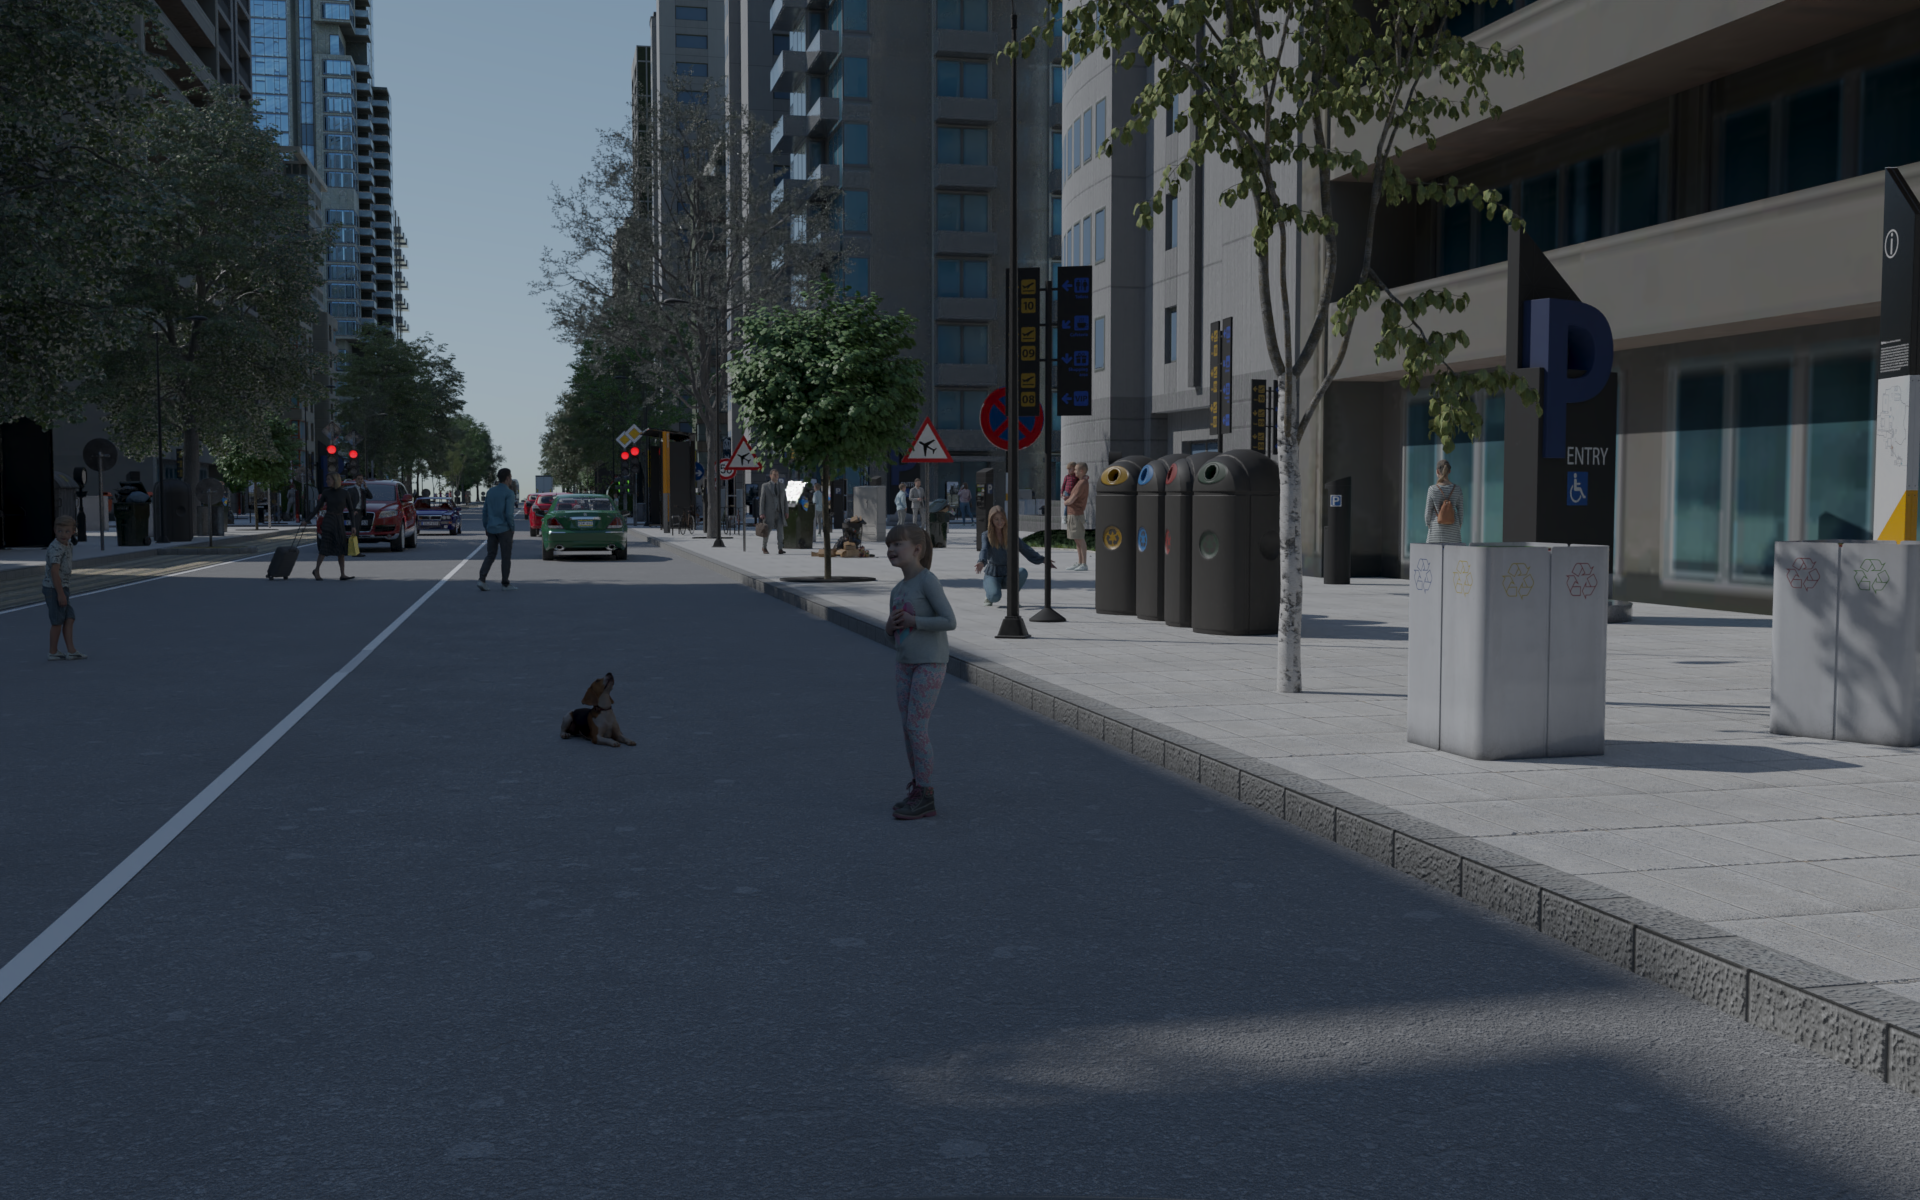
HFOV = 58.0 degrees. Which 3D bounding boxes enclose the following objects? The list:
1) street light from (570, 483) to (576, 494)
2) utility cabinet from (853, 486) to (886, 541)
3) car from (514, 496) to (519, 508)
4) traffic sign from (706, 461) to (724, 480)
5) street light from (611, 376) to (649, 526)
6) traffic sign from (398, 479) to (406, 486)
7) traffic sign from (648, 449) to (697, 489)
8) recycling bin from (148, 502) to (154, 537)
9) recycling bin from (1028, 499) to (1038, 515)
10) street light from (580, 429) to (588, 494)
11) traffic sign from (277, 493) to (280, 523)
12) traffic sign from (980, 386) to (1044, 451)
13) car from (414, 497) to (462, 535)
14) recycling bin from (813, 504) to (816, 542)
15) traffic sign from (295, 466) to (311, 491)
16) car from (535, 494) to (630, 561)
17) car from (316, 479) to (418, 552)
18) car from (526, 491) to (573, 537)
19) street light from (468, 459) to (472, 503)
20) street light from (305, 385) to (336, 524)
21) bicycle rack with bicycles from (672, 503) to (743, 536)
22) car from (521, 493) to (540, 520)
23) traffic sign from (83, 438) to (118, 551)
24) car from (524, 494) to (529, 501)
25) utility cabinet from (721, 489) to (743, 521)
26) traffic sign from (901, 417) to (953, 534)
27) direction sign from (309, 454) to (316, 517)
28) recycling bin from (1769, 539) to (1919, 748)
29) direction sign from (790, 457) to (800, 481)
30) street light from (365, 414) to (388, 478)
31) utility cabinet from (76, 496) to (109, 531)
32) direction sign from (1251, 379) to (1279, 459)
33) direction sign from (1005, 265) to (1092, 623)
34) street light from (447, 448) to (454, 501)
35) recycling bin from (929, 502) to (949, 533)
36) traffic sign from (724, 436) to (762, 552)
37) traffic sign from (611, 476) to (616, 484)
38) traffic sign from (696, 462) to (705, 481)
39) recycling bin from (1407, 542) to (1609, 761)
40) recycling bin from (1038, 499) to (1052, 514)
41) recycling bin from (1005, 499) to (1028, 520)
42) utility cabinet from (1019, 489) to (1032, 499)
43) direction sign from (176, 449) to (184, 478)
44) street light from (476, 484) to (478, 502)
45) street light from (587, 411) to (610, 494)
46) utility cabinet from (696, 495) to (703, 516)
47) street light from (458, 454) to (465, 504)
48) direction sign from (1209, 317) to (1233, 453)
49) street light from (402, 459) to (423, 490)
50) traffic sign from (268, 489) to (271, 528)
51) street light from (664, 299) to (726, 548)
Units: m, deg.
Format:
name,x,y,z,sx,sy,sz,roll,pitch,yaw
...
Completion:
name,x,y,z,sx,sy,sz,roll,pitch,yaw
street light,-32.678,-10.817,149.406,1.470,5.913,1.316,-1,4,-14
utility cabinet,-2.457,-2.336,46.874,0.318,1.500,1.173,-2,4,-35
car,-46.873,-10.254,180.228,1.945,1.354,3.894,-1,4,-14
traffic sign,-9.029,-3.940,64.419,0.884,2.594,0.081,-1,4,-10
street light,-12.919,-5.864,68.412,1.470,5.913,1.316,-1,4,-14
traffic sign,-45.841,-8.697,142.296,0.768,2.556,0.104,-1,4,-9
traffic sign,-13.058,-5.182,78.604,2.265,3.308,0.079,0,4,-5
recycling bin,-24.373,-2.404,51.856,0.722,1.027,0.722,2,4,34
recycling bin,3.058,-4.220,81.547,0.722,1.027,0.722,2,4,33
street light,-26.333,-9.225,123.368,1.470,5.913,1.316,-1,4,-14
traffic sign,-30.485,-4.730,77.442,0.768,2.556,0.104,0,4,-7
traffic sign,0.605,-1.239,20.368,0.768,2.556,0.104,0,4,-7
car,-18.591,-2.974,61.204,1.945,1.354,3.894,-1,4,-13
recycling bin,-4.344,-2.072,46.425,0.722,1.027,0.722,3,5,45
traffic sign,-30.200,-4.863,79.616,0.768,2.556,0.104,0,4,-4
car,-8.461,-1.659,38.920,2.131,1.459,4.920,-1,4,-13
car,-15.151,-2.186,44.408,2.281,1.827,5.304,-1,4,-12
car,-13.877,-3.100,59.719,2.155,1.783,4.494,-1,4,-12
street light,-65.209,-15.707,229.346,1.470,5.913,1.316,-1,4,-14
street light,-27.290,-6.195,73.826,1.470,5.913,1.316,-1,4,-14
bicycle rack with bicycles,-7.912,-2.519,54.563,2.852,0.926,2.925,0,4,-2
car,-23.825,-5.459,98.297,2.155,1.783,4.494,-1,4,-14
traffic sign,-19.469,-2.394,39.250,0.768,2.556,0.104,0,4,-6
car,-42.198,-9.872,171.625,2.015,1.641,3.980,-1,4,-12
utility cabinet,-10.644,-4.391,80.470,1.173,1.500,0.318,1,4,22
traffic sign,-0.552,-1.783,29.156,0.884,2.594,0.081,-1,4,-10
direction sign,-36.587,-6.467,97.724,0.379,3.537,0.876,0,4,-7
recycling bin,4.826,0.204,9.211,0.722,1.027,0.722,-3,5,-40
direction sign,-3.949,-3.085,42.438,0.876,3.537,0.379,3,5,43
street light,-33.684,-7.791,99.921,1.470,5.913,1.316,-1,4,-14
utility cabinet,-30.292,-3.016,60.478,1.020,1.237,0.306,0,4,4
direction sign,6.126,-2.590,34.346,0.876,3.537,0.379,-2,4,-26
direction sign,0.884,-1.551,17.354,0.876,3.537,0.379,1,4,15
street light,-51.809,-12.336,174.229,1.470,5.913,1.316,-1,4,-14
recycling bin,-0.728,-2.716,56.955,0.722,1.027,0.722,0,4,0
traffic sign,-4.809,-2.358,38.564,0.884,2.594,0.081,-1,4,-13
traffic sign,-24.005,-7.394,120.890,0.884,2.594,0.081,-1,4,-11
traffic sign,-10.447,-4.169,68.266,0.768,2.556,0.104,0,4,-5
recycling bin,2.745,0.234,8.721,0.722,1.027,0.722,-1,4,-16
recycling bin,4.275,-4.653,88.628,0.722,1.027,0.722,0,4,-7
recycling bin,2.080,-3.246,65.626,0.722,1.027,0.722,0,4,6
utility cabinet,2.813,-4.503,82.307,1.173,1.500,0.318,-1,4,-15
direction sign,-38.741,-5.784,86.573,0.379,3.537,0.876,2,4,29
street light,-71.678,-17.304,255.456,1.470,5.913,1.316,-1,4,-14
street light,-19.857,-7.584,96.533,1.470,5.913,1.316,-1,4,-14
utility cabinet,-15.194,-5.610,102.886,1.020,1.237,0.306,-1,4,-22
street light,-58.083,-13.929,200.273,1.470,5.913,1.316,-1,4,-14
direction sign,3.395,-1.871,22.596,0.379,3.537,0.876,-1,4,-9
street light,-39.991,-9.383,125.957,1.470,5.913,1.316,-1,4,-14
traffic sign,-26.058,-3.988,65.312,0.768,2.556,0.104,-1,4,-13
street light,-6.339,-4.213,41.426,1.470,5.913,1.316,-1,4,-14
